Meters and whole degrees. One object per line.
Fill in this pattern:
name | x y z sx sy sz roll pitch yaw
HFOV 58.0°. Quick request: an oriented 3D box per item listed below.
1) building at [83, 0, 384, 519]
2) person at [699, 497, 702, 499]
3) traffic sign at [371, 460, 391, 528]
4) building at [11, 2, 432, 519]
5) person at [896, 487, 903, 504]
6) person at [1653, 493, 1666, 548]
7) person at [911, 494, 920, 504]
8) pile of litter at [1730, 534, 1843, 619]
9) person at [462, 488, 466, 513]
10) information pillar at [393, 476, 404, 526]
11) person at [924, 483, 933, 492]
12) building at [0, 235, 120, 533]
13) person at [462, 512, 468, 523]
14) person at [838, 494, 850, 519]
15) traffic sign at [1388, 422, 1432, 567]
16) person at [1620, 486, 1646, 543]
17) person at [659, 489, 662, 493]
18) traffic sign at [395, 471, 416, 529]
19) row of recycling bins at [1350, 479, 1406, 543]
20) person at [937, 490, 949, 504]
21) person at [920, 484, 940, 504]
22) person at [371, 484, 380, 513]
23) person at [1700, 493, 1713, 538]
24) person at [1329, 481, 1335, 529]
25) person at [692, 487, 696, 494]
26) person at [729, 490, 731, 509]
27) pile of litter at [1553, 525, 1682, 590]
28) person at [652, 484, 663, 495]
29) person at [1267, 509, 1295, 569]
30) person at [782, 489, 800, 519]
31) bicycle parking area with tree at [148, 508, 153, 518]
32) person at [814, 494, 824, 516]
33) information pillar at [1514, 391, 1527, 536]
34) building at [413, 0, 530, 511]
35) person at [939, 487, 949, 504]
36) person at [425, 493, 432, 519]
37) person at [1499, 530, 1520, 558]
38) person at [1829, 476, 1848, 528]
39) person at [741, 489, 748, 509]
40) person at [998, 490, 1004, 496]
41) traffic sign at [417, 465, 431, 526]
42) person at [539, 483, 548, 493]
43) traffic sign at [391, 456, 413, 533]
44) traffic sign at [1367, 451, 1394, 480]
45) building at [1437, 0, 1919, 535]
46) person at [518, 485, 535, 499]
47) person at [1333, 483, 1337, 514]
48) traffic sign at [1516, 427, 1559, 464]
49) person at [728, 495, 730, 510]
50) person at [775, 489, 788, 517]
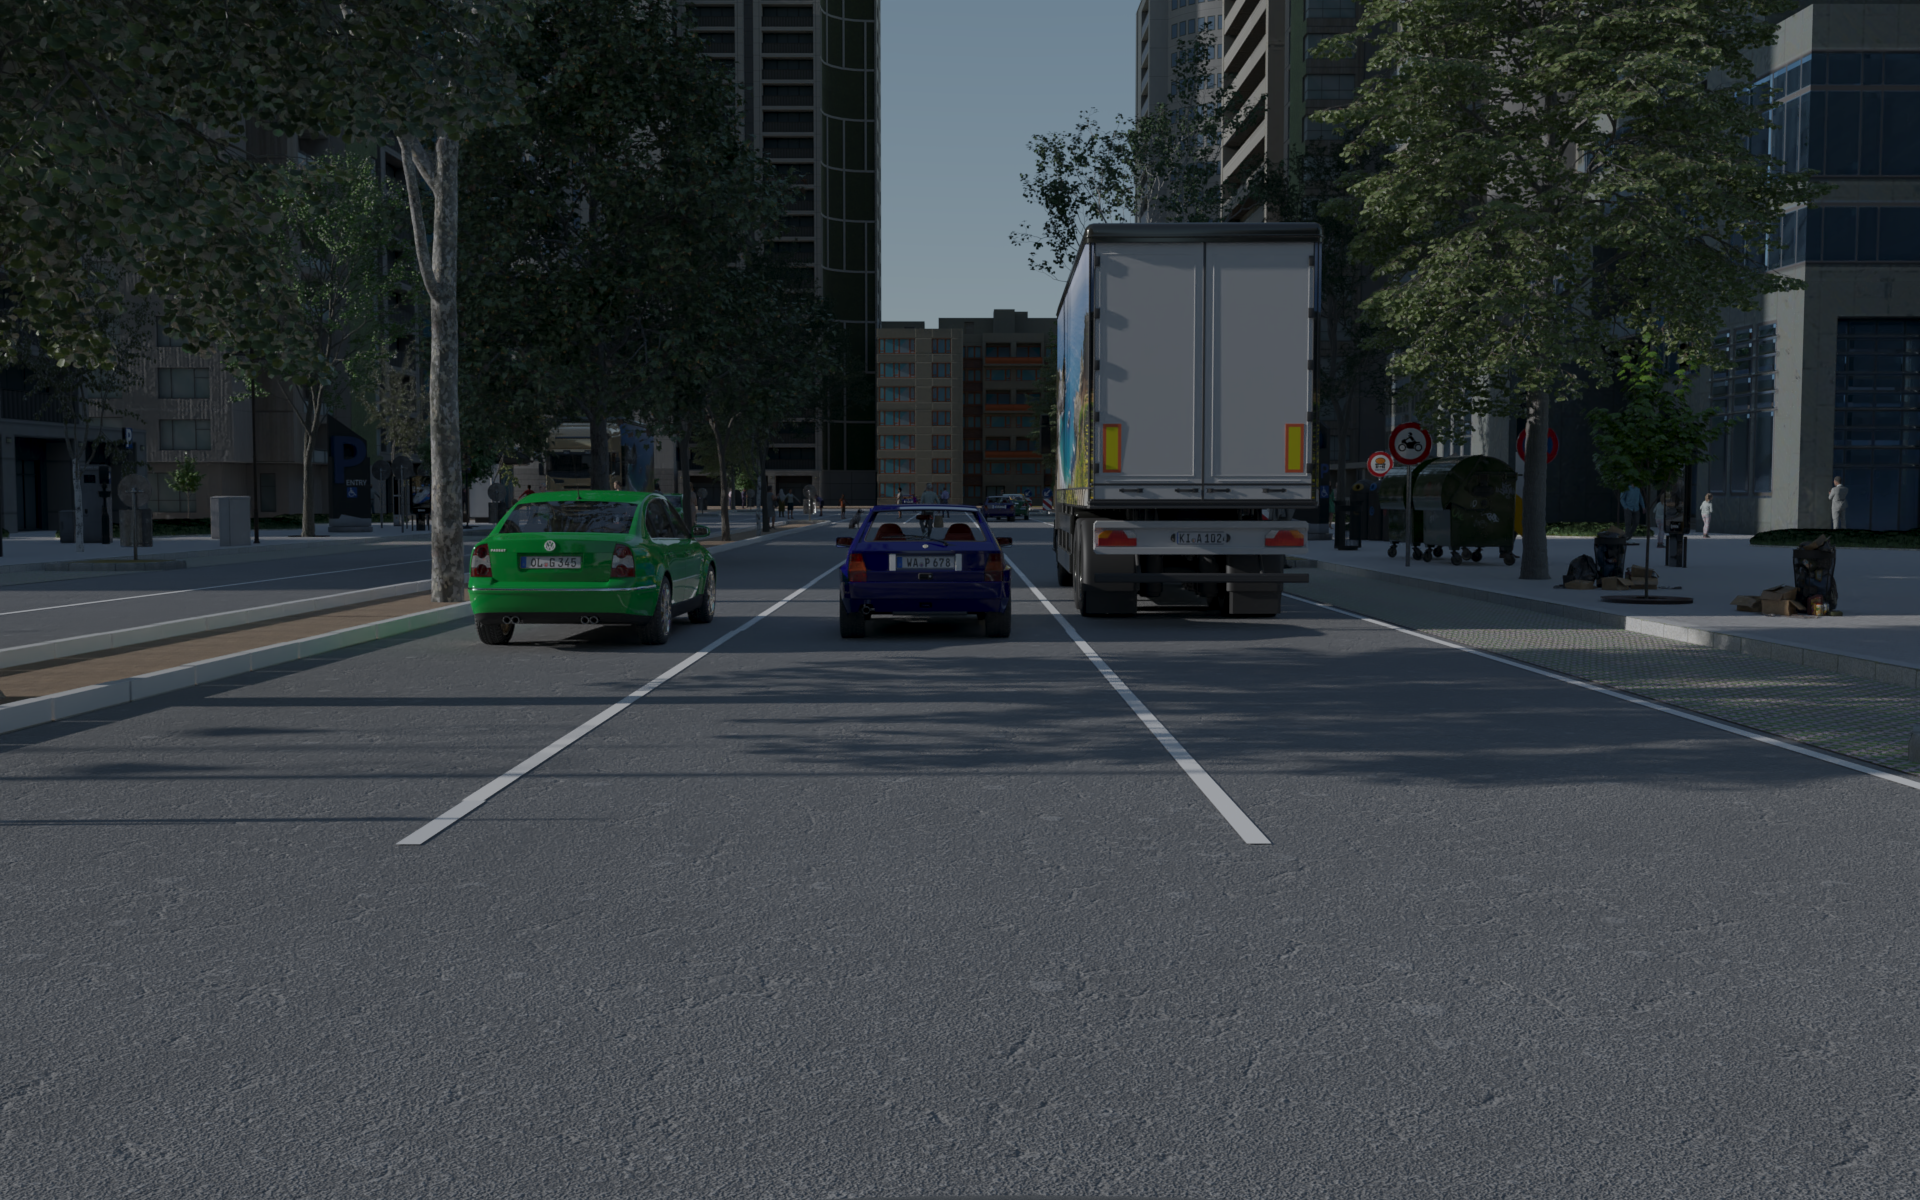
building | -39.867 -24.907 90.827 14.154 41.232 14.086 0 4 0
person | -23.654 -9.331 159.056 0.568 1.767 0.683 0 4 -6
traffic sign | -21.674 -3.960 64.846 0.768 2.556 0.104 0 4 8
building | -43.549 -40.947 107.739 20.563 71.187 20.611 0 4 0
person | -3.542 -5.656 100.978 0.705 1.824 1.348 0 4 8
person | 16.743 -1.894 41.295 0.394 1.301 0.425 -3 5 -43
person | -3.492 -7.540 134.997 0.991 1.433 0.599 -3 5 -44
pile of litter | 8.925 -0.287 18.651 1.176 0.858 1.719 3 4 39
person | -30.186 -6.010 105.776 0.593 1.643 0.415 -2 4 -26
information pillar | -22.355 -3.942 68.944 0.304 2.012 0.304 1 4 18
person | -1.370 -4.002 73.288 0.474 1.900 0.648 -1 4 -16
building | -41.177 -37.993 59.443 20.563 71.187 20.611 0 4 0
person | -16.064 -2.842 55.093 0.853 1.813 0.709 -1 4 -22
person | -6.759 -5.431 100.550 0.557 1.426 1.065 3 4 36
traffic sign | 7.927 -1.864 30.583 0.768 2.556 0.104 0 4 2
person | 17.690 -2.421 45.648 0.660 1.820 0.620 -1 4 -17
person | -23.292 -7.806 134.456 1.217 1.735 0.721 1 4 14
traffic sign | -20.400 -3.903 63.820 0.884 2.594 0.081 0 4 7
row of recycling bins | 11.748 -2.458 47.309 1.069 1.692 3.534 -1 4 -15
person | -1.429 -7.505 131.994 1.217 1.735 0.721 -1 4 -9
person | -0.916 -2.854 55.653 0.782 1.767 0.515 -1 4 -18
person | -30.780 -5.158 90.457 0.705 1.814 1.350 3 4 38
person | 21.922 -2.476 50.803 0.394 1.301 0.425 -3 4 -38
person | 13.319 -3.450 62.693 0.600 1.795 0.529 -1 4 -22
person | -19.127 -7.219 124.087 0.705 1.822 1.348 0 4 6
person | -19.973 -8.845 151.592 0.436 1.711 0.756 -1 4 -19
pile of litter | 8.950 -0.583 23.502 1.719 0.858 1.176 1 4 16
person | -10.365 -3.079 59.119 0.678 1.792 0.850 0 4 7
person | 6.097 -1.479 32.785 0.850 1.850 0.679 -3 5 -44
person | -9.712 -5.522 99.580 1.217 1.735 0.721 -3 5 -39
bicycle parking area with tree | -41.069 -5.503 76.972 8.231 4.147 9.016 1 4 9
person | -9.075 -6.114 111.702 0.697 1.427 0.421 -2 4 -28
information pillar | 11.148 -2.604 33.926 0.504 3.616 0.183 2 4 26
building | -49.453 -31.330 131.851 30.456 49.044 23.786 0 4 0
person | -0.971 -5.872 104.378 0.709 1.838 0.599 -3 4 -36
person | -27.500 -5.093 89.308 0.705 1.824 1.348 0 4 7
person | 10.964 -1.736 34.602 0.473 1.802 0.592 3 5 45
person | 25.692 -2.722 50.724 0.511 1.800 0.466 -2 4 -23
person | -18.904 -8.902 152.046 0.568 1.767 0.683 -2 4 -32
person | 3.283 -7.769 136.076 0.990 1.755 0.434 0 4 3
traffic sign | -21.579 -4.281 70.094 0.768 2.556 0.104 0 4 3
person | -12.620 -2.661 52.488 0.782 1.767 0.515 2 4 23
traffic sign | -18.470 -3.500 57.325 0.768 2.556 0.104 1 4 9
traffic sign | 12.504 -3.149 51.593 0.768 2.556 0.104 1 4 9
building | 33.853 -45.963 64.174 22.319 86.520 31.000 0 4 0
person | -24.791 -5.735 99.745 1.348 1.831 0.705 -1 4 -9
person | 14.615 -3.722 67.244 0.599 1.781 0.374 0 4 7
traffic sign | 10.529 -1.930 31.658 0.768 2.556 0.104 0 4 4
person | -19.138 -8.302 142.468 0.721 1.739 1.217 1 4 13
person | -10.998 -5.991 107.188 1.217 1.736 0.721 2 4 28
